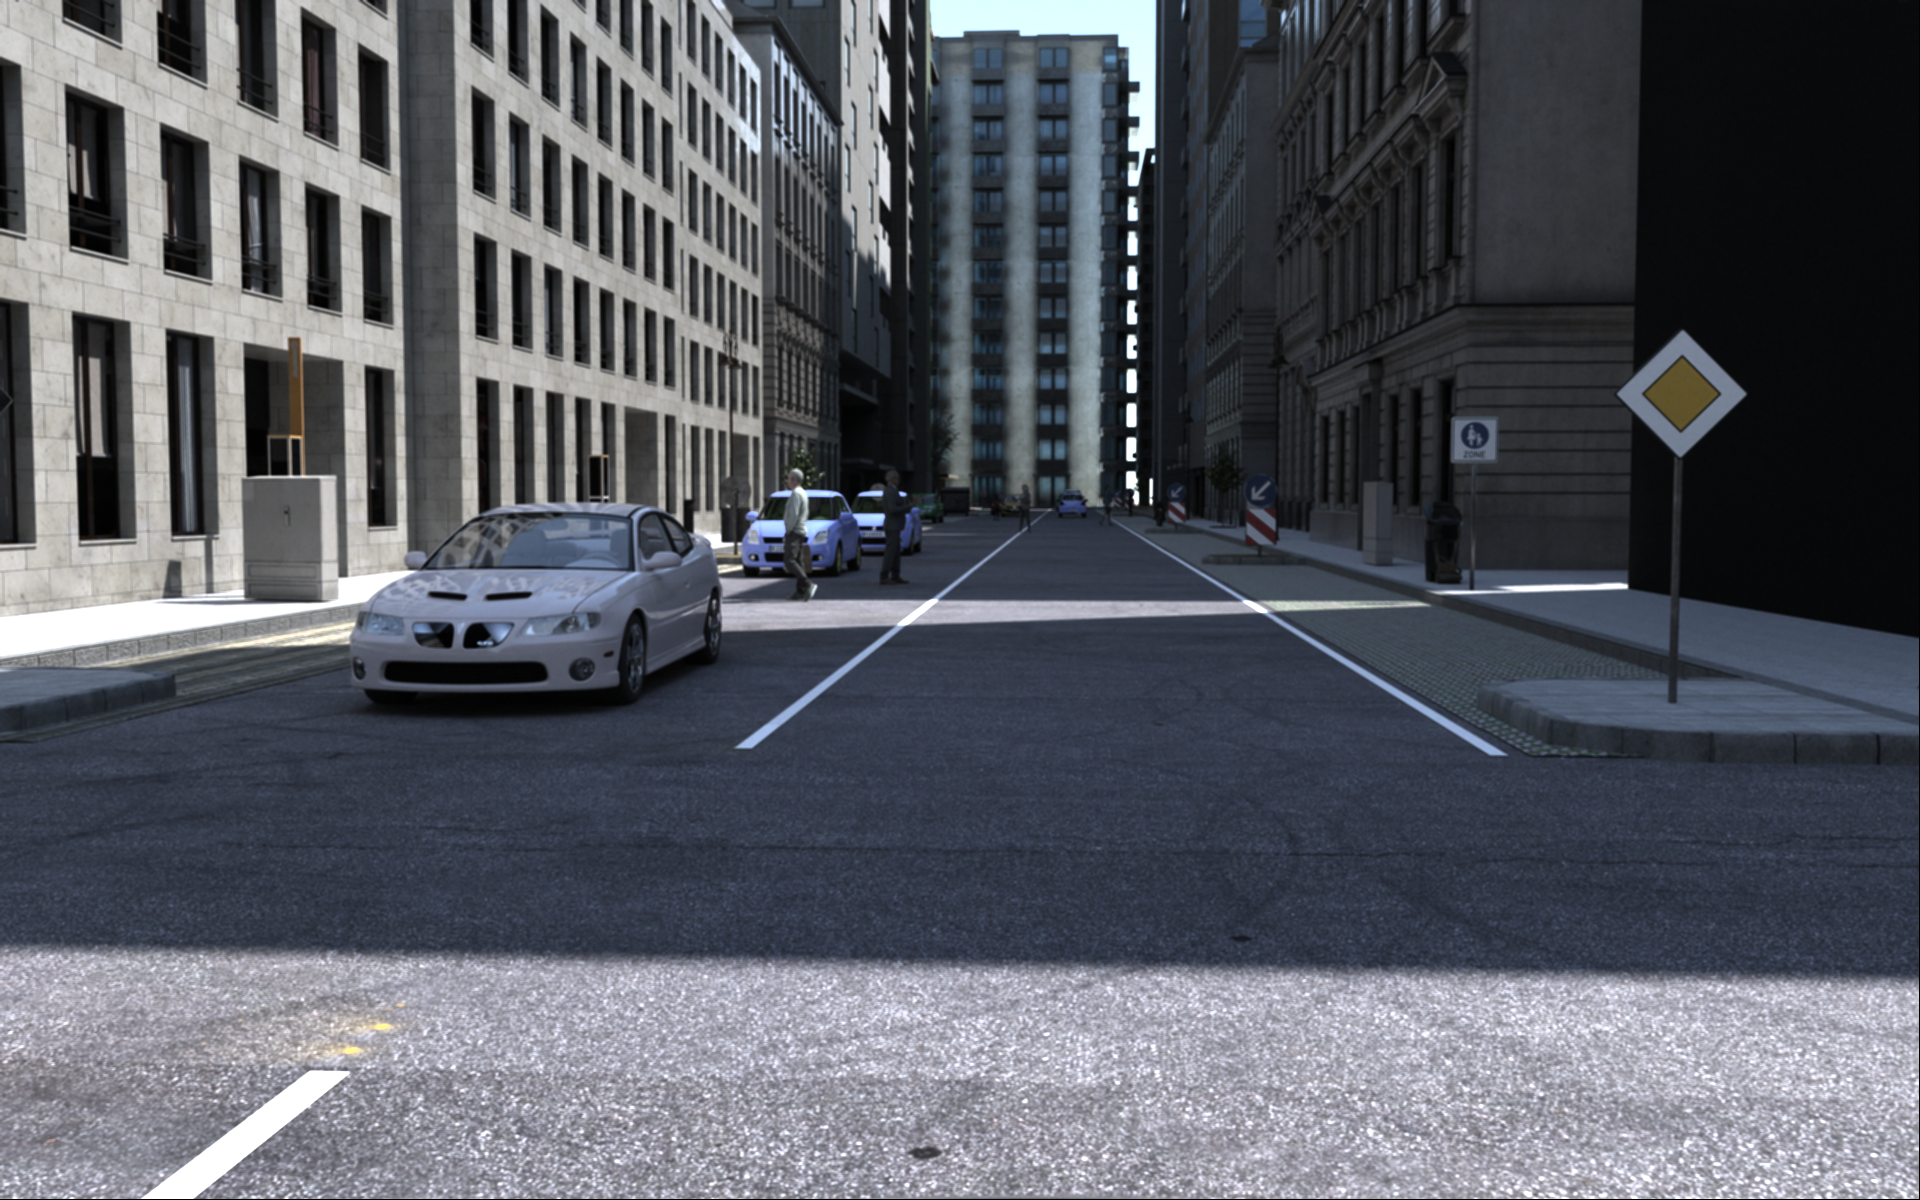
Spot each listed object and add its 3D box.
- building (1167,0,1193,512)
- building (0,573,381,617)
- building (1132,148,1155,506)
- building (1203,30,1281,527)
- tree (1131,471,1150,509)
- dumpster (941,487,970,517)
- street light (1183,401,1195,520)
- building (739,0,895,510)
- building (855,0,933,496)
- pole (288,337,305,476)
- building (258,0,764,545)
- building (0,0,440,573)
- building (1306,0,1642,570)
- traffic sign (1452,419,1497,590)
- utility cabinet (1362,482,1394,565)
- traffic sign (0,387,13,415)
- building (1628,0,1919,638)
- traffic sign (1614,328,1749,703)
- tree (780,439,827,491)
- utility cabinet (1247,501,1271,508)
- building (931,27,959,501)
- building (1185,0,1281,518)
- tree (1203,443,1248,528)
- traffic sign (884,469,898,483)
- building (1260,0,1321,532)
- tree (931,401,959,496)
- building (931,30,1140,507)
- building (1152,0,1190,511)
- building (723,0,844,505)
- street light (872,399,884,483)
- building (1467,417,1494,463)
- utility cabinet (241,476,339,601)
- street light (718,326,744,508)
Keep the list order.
[{"bbox_3d":[26.391,-30.324,115.408,23.786,49.044,30.456,0,4,4],"label":"building"},{"bbox_3d":[-14.927,-10.151,20.720,10.420,20.320,16.860,0,4,4],"label":"building"},{"bbox_3d":[30.757,-30.134,184.565,23.993,40.220,32.217,0,4,4],"label":"building"},{"bbox_3d":[16.226,-13.883,76.133,9.793,20.994,18.267,0,4,4],"label":"building"},{"bbox_3d":[15.187,-9.267,146.124,1.663,3.219,1.824,0,3,0],"label":"tree"},{"bbox_3d":[-0.290,-6.131,108.453,1.865,1.857,1.264,0,4,4],"label":"dumpster"},{"bbox_3d":[11.220,-6.866,85.049,0.468,5.910,1.993,0,4,4],"label":"street light"},{"bbox_3d":[-18.494,-31.254,100.248,28.713,52.752,27.495,0,4,4],"label":"building"},{"bbox_3d":[-9.490,-26.742,120.823,14.154,41.232,14.086,0,4,4],"label":"building"},{"bbox_3d":[-8.672,-1.764,22.681,0.158,3.312,0.155,0,3,0],"label":"pole"},{"bbox_3d":[-12.845,-12.206,54.312,10.420,20.320,16.860,0,4,4],"label":"building"},{"bbox_3d":[-13.069,-11.175,37.464,10.420,20.320,16.860,0,4,4],"label":"building"},{"bbox_3d":[13.680,-10.571,37.456,10.561,19.102,19.286,0,4,4],"label":"building"},{"bbox_3d":[6.835,-1.281,23.068,0.606,2.300,0.079,0,4,6],"label":"traffic sign"},{"bbox_3d":[7.587,-1.390,31.409,0.318,1.500,1.173,0,4,2],"label":"utility cabinet"},{"bbox_3d":[-6.548,-0.467,11.286,0.795,2.450,0.064,0,4,4],"label":"traffic sign"},{"bbox_3d":[16.557,-11.405,16.142,15.834,23.373,12.332,0,4,4],"label":"building"},{"bbox_3d":[4.373,-0.424,10.573,0.795,2.450,0.064,0,4,4],"label":"traffic sign"},{"bbox_3d":[-5.527,-4.085,61.390,1.663,3.219,1.824,0,3,0],"label":"tree"},{"bbox_3d":[8.646,-2.382,50.114,0.306,1.237,1.020,-1,4,-17],"label":"utility cabinet"},{"bbox_3d":[-15.215,-30.394,151.568,28.867,44.769,22.147,0,4,4],"label":"building"},{"bbox_3d":[19.734,-27.091,93.047,14.600,45.320,14.200,0,4,4],"label":"building"},{"bbox_3d":[10.168,-4.364,65.957,1.663,3.219,1.824,0,3,0],"label":"tree"},{"bbox_3d":[-3.453,-5.294,86.663,0.768,2.556,0.104,1,4,12],"label":"traffic sign"},{"bbox_3d":[16.399,-13.938,56.766,11.050,23.489,19.941,0,4,4],"label":"building"},{"bbox_3d":[-2.066,-11.364,136.155,4.360,8.622,3.978,0,3,0],"label":"tree"},{"bbox_3d":[3.321,-34.386,181.817,30.456,49.044,23.786,0,4,4],"label":"building"},{"bbox_3d":[26.789,-36.860,144.656,21.231,58.520,28.212,0,4,4],"label":"building"},{"bbox_3d":[-10.855,-13.658,72.452,9.793,20.994,18.267,0,4,4],"label":"building"},{"bbox_3d":[-3.959,-6.814,84.201,0.468,5.910,1.993,0,4,4],"label":"street light"},{"bbox_3d":[52.925,-23.189,150.845,14.107,30.474,14.160,0,4,4],"label":"building"},{"bbox_3d":[-8.029,-0.738,20.737,1.173,1.500,0.318,1,4,21],"label":"utility cabinet"},{"bbox_3d":[-6.331,-4.597,47.948,0.468,5.910,1.993,0,4,4],"label":"street light"}]
